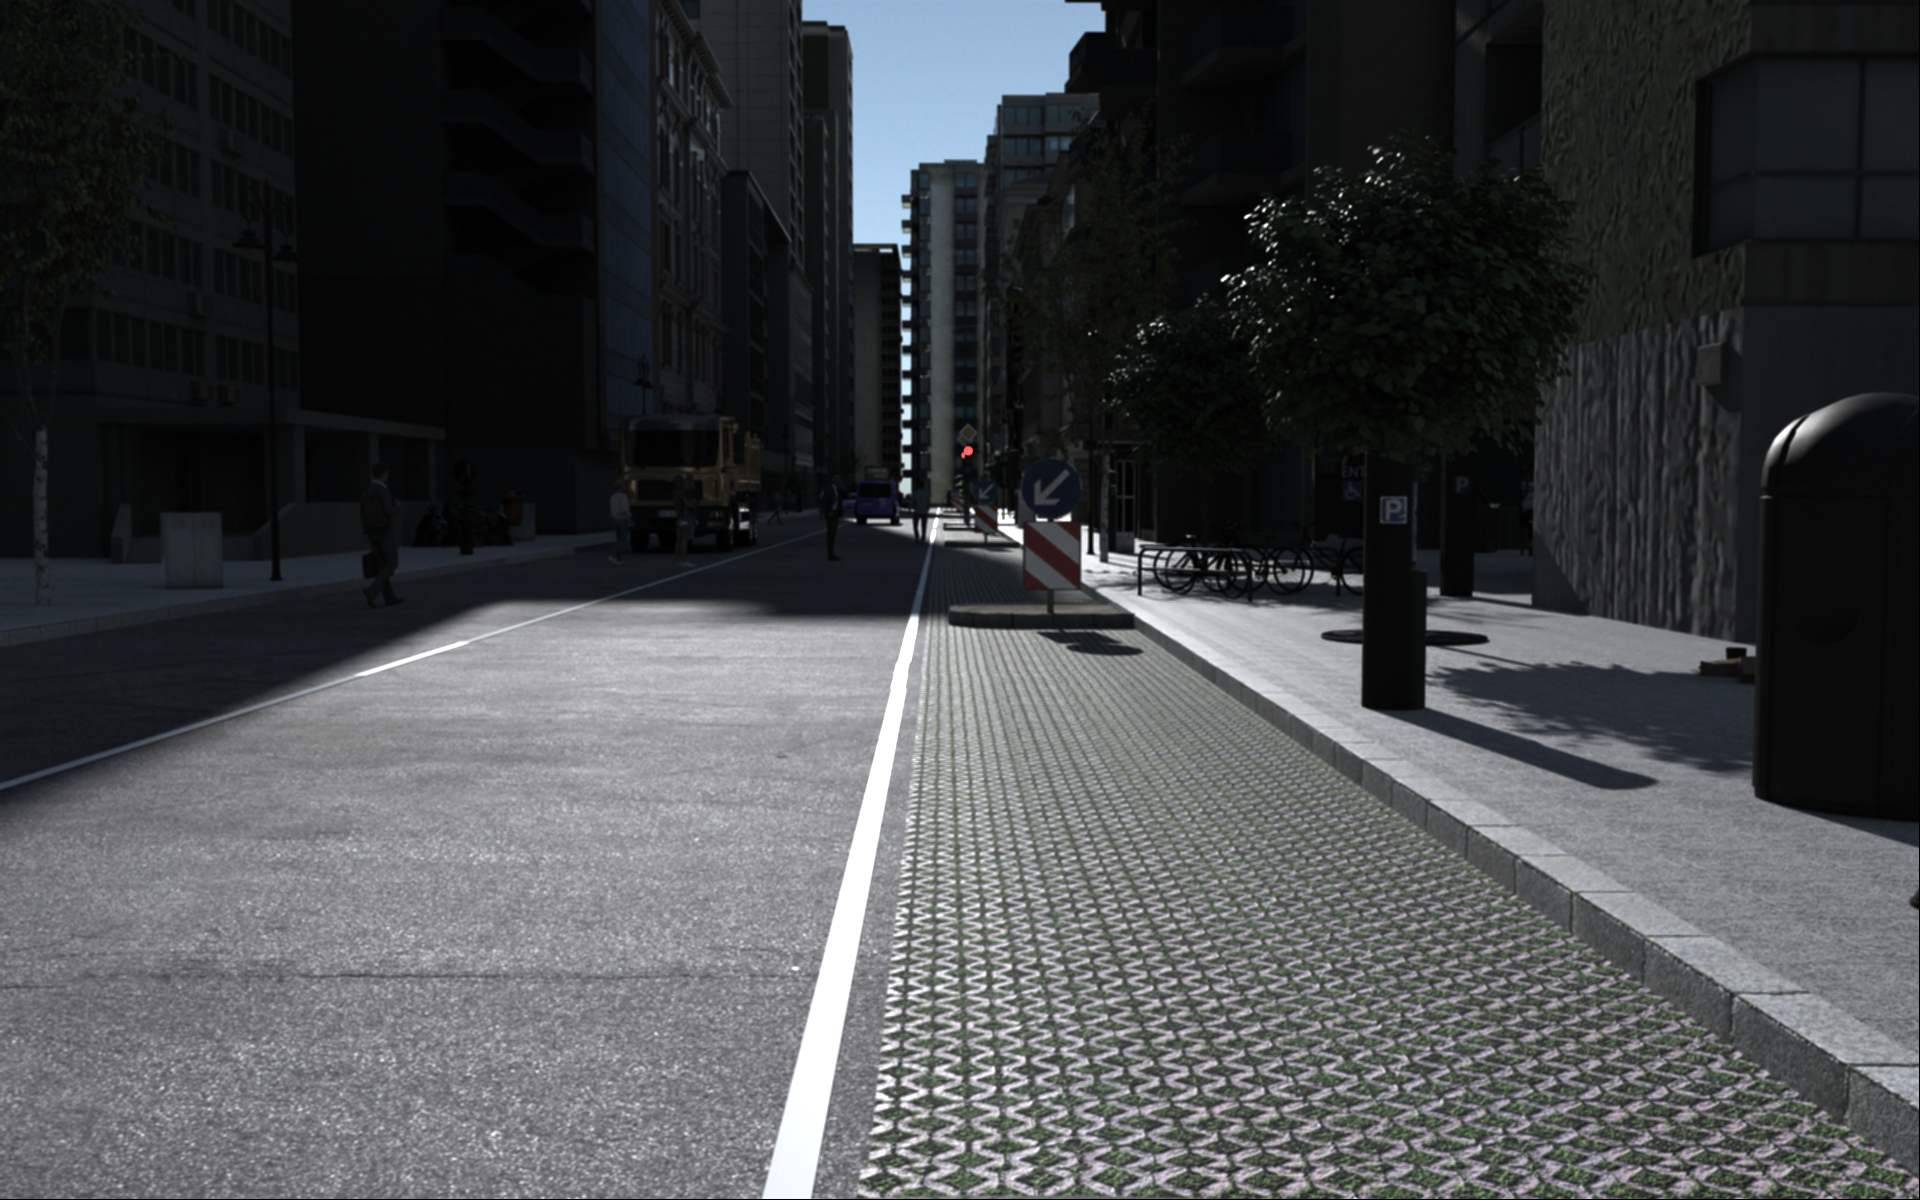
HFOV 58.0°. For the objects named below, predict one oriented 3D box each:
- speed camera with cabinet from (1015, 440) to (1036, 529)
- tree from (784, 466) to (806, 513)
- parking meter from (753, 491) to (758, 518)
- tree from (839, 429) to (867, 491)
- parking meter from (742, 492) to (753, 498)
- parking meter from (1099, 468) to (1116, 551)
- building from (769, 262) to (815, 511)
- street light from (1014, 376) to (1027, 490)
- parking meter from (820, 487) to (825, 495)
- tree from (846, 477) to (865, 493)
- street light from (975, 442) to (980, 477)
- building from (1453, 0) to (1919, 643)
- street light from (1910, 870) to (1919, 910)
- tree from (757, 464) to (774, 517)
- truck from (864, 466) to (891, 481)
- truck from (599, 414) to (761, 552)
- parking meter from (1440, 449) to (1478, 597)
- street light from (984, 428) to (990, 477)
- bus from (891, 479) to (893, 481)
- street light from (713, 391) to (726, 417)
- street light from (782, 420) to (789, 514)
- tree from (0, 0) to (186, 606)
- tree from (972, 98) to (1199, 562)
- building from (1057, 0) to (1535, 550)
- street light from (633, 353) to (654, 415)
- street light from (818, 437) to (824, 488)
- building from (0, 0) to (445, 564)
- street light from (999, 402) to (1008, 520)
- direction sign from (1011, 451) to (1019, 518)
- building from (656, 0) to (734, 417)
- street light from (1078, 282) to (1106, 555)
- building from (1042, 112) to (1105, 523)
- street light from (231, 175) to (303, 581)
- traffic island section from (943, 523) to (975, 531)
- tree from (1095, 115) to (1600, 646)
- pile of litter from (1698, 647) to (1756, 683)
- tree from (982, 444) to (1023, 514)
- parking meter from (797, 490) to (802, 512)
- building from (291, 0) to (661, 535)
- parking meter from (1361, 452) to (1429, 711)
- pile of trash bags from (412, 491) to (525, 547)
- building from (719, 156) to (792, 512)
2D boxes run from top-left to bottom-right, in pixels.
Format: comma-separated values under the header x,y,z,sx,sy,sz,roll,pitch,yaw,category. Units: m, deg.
x,y,z,sx,sy,sz,roll,pitch,yaw,category
2.459,-4.275,64.238,0.660,3.252,2.038,0,4,-8,speed camera with cabinet
-11.334,-7.641,119.533,1.663,3.219,1.824,0,3,0,tree
-10.735,-5.006,90.251,0.372,1.533,0.369,0,3,0,parking meter
-12.459,-14.712,190.904,4.360,8.622,3.978,0,3,0,tree
-10.491,-4.685,85.014,0.372,1.533,0.369,0,3,0,parking meter
3.343,-2.029,38.891,0.255,1.863,0.399,-2,4,-35,parking meter
-17.192,-17.777,139.808,9.793,20.994,18.267,0,4,-1,building
2.382,-5.827,68.055,0.468,5.910,1.993,0,4,-1,street light
-10.932,-8.081,137.840,0.255,1.863,0.399,1,4,14,parking meter
-12.037,-12.302,195.738,1.663,3.219,1.824,0,3,0,tree
1.546,-10.881,150.696,0.468,5.910,1.993,0,4,-1,street light
13.628,-20.611,20.593,14.154,41.232,14.086,0,4,-1,building
3.047,-1.982,5.189,0.468,5.910,1.993,0,4,-1,street light
-11.324,-6.165,95.398,1.663,3.219,1.824,0,3,0,tree
-8.323,-11.364,174.715,2.839,4.237,11.283,0,4,-1,truck
-6.917,-2.999,44.964,3.469,3.379,9.791,0,4,-1,truck
6.257,-0.979,21.725,0.399,1.863,0.255,0,4,-5,parking meter
1.857,-8.946,119.047,0.468,5.910,1.993,0,4,-1,street light
-9.196,-12.724,202.896,2.948,3.499,13.247,0,3,0,bus
-10.619,-6.343,76.499,0.468,5.910,1.993,0,4,-1,street light
-10.932,-8.315,108.736,0.468,5.910,1.993,0,4,-1,street light
-10.766,-4.251,19.866,4.737,8.622,4.395,0,3,0,tree
2.607,-5.028,32.576,4.737,8.622,4.395,0,3,0,tree
14.642,-24.316,52.186,22.147,44.769,28.867,0,4,-1,building
-10.381,-5.150,56.996,0.468,5.910,1.993,0,4,-1,street light
-11.295,-10.251,140.384,0.468,5.910,1.993,0,4,-1,street light
-29.577,-21.218,38.793,32.217,40.220,23.993,0,4,-1,building
2.177,-6.974,86.821,0.468,5.910,1.993,0,4,-1,street light
2.895,-6.059,91.067,0.379,3.537,0.876,-2,4,-25,direction sign
-19.715,-18.390,88.069,14.401,28.519,23.554,0,4,-1,building
2.777,-3.904,36.623,0.468,5.910,1.993,0,4,-1,street light
13.972,-13.264,81.487,19.286,19.102,10.561,0,4,-1,building
-10.145,-3.225,25.518,0.468,5.910,1.993,0,4,-1,street light
0.344,-2.828,68.512,2.009,0.180,2.903,0,4,-1,traffic island section
3.862,-1.923,15.161,4.285,4.588,4.351,0,3,0,tree
5.841,0.132,11.800,1.176,0.858,1.719,-1,4,-12,pile of litter
3.097,-7.921,113.225,4.285,4.588,4.351,0,3,0,tree
-11.527,-7.255,124.333,0.255,1.863,0.399,2,4,35,parking meter
-18.751,-25.054,59.741,14.200,45.320,14.600,0,4,-1,building
2.611,-0.121,10.396,0.372,1.533,0.369,0,3,0,parking meter
-11.951,-2.042,43.141,1.912,1.369,3.447,1,4,20,pile of trash bags
-19.606,-18.126,115.431,14.314,24.678,30.058,0,4,-1,building
